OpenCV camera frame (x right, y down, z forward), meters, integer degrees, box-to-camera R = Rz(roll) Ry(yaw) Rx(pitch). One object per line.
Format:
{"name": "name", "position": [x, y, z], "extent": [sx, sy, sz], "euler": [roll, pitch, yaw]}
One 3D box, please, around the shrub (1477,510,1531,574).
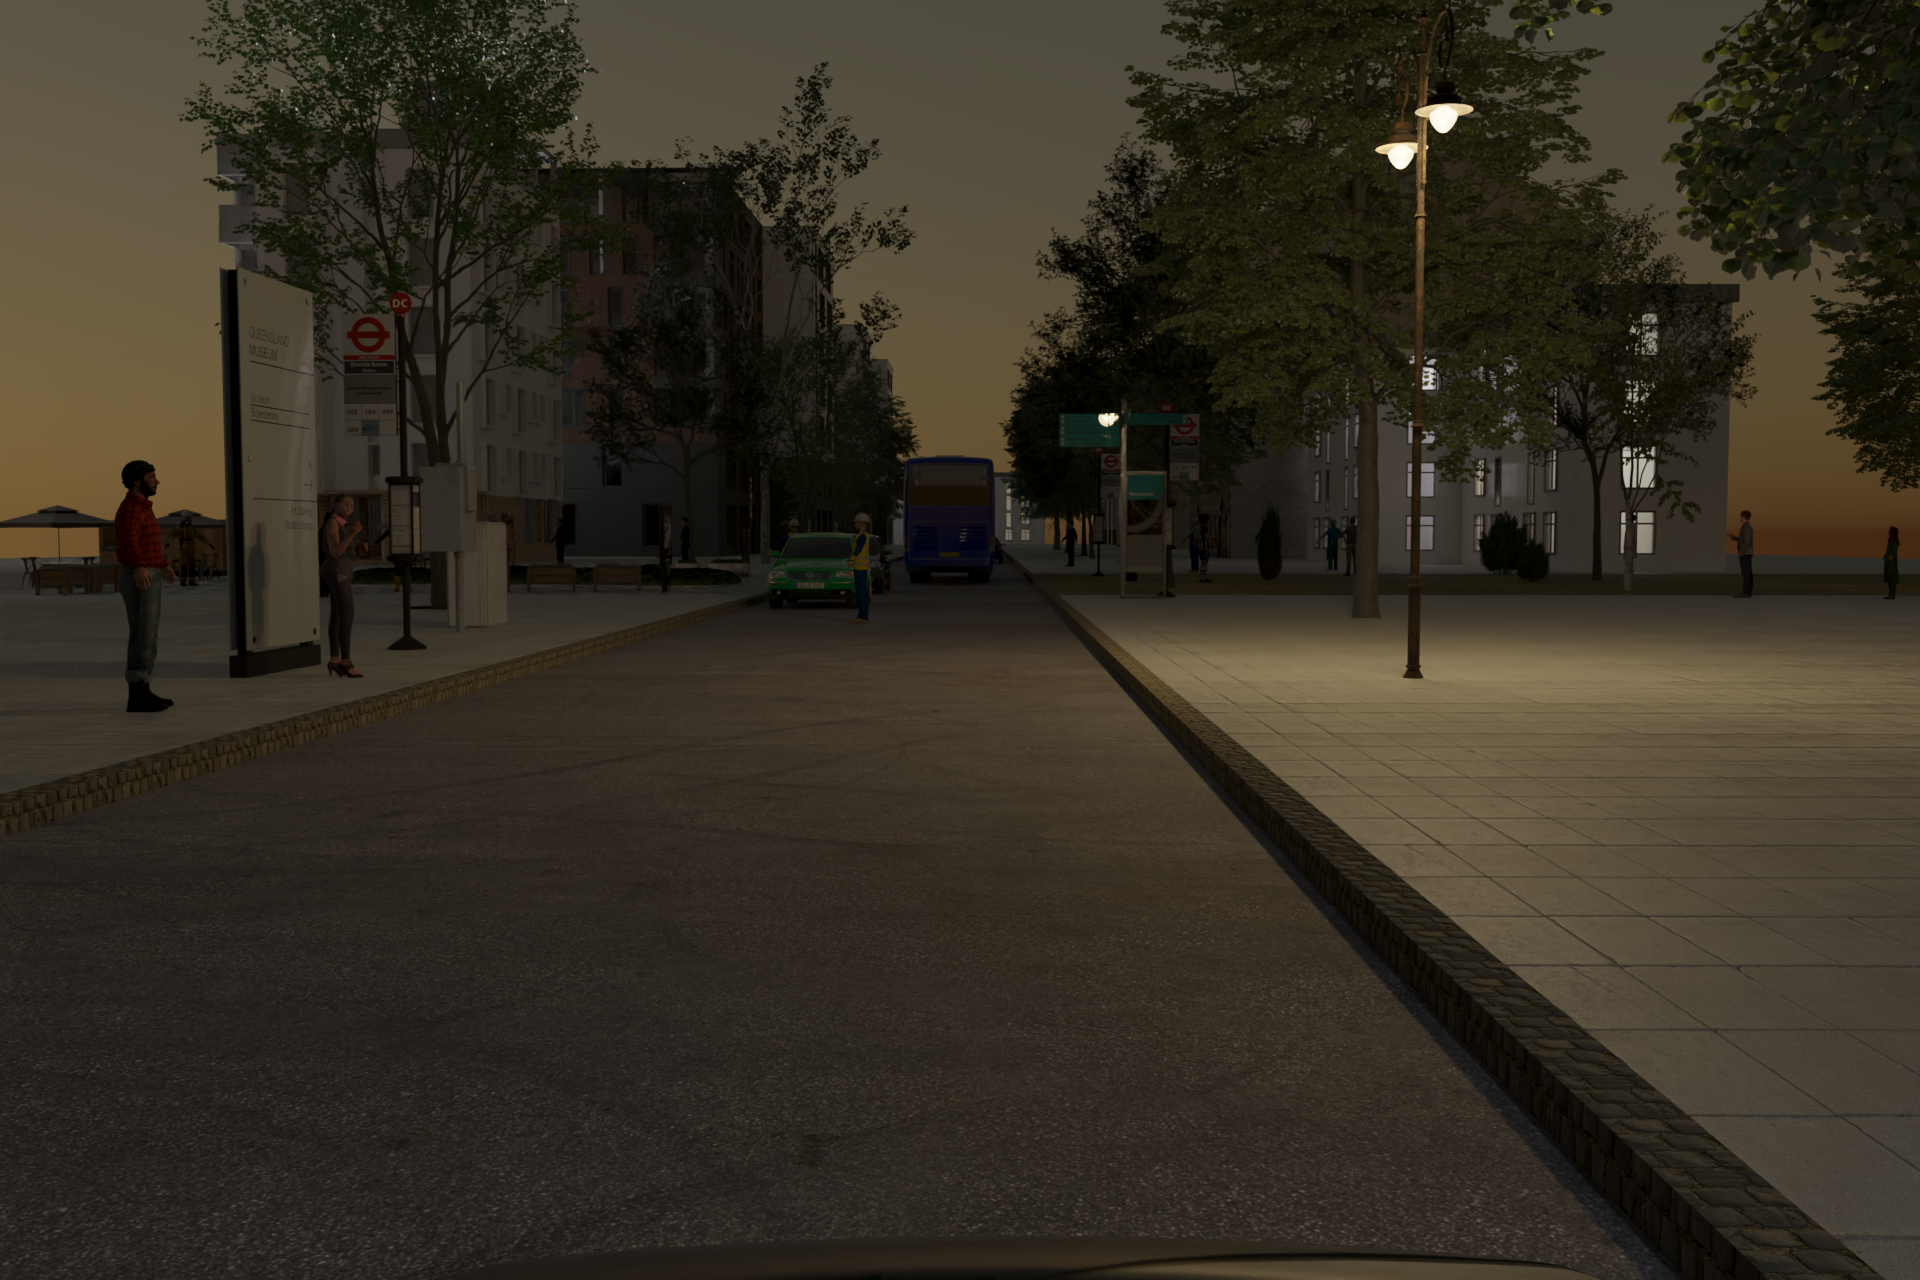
{"name": "shrub", "position": [17.412, -3.143, 55.433], "extent": [1.661, 2.075, 1.752], "euler": [0, 3, 0]}

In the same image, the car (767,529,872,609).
{"name": "car", "position": [-2.763, -1.582, 34.661], "extent": [1.959, 1.807, 4.718], "euler": [0, 4, 1]}

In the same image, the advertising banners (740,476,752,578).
{"name": "advertising banners", "position": [-6.331, -3.383, 51.501], "extent": [0.090, 3.025, 2.074], "euler": [0, 4, 2]}

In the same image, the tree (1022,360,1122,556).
{"name": "tree", "position": [7.111, -10.727, 101.135], "extent": [9.928, 11.665, 9.643], "euler": [0, 3, 0]}

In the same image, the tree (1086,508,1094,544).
{"name": "tree", "position": [17.500, -18.582, 229.572], "extent": [9.928, 11.665, 9.643], "euler": [0, 3, 0]}

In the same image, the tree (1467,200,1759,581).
{"name": "tree", "position": [17.787, -6.924, 47.619], "extent": [8.767, 10.594, 7.601], "euler": [3, 5, 41]}

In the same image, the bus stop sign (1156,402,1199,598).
{"name": "bus stop sign", "position": [4.402, -2.837, 35.084], "extent": [0.855, 3.939, 0.416], "euler": [0, 4, 1]}

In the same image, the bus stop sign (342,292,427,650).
{"name": "bus stop sign", "position": [-6.383, -1.865, 19.201], "extent": [0.855, 3.939, 0.416], "euler": [0, 4, 1]}

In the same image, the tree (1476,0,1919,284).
{"name": "tree", "position": [5.674, -6.159, 7.360], "extent": [9.857, 13.997, 8.962], "euler": [0, 3, 0]}

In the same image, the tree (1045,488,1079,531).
{"name": "tree", "position": [8.040, -10.878, 128.214], "extent": [4.360, 8.622, 3.978], "euler": [0, 3, 0]}

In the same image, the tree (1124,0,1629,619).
{"name": "tree", "position": [5.874, -6.624, 26.423], "extent": [7.486, 12.596, 7.792], "euler": [0, 3, 0]}

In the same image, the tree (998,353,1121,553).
{"name": "tree", "position": [7.406, -12.853, 116.796], "extent": [9.857, 13.997, 8.962], "euler": [0, 3, 0]}

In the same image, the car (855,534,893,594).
{"name": "car", "position": [-2.636, -2.016, 42.751], "extent": [2.009, 1.686, 4.222], "euler": [0, 4, 1]}

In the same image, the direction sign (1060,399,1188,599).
{"name": "direction sign", "position": [3.230, -2.751, 33.741], "extent": [2.525, 3.948, 1.411], "euler": [0, 4, 1]}

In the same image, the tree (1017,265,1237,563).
{"name": "tree", "position": [7.761, -10.217, 77.413], "extent": [12.009, 13.543, 11.850], "euler": [0, 3, 0]}

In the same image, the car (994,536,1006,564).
{"name": "car", "position": [1.280, -4.439, 85.157], "extent": [1.945, 1.354, 3.894], "euler": [0, 4, 1]}

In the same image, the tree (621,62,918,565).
{"name": "tree", "position": [-7.804, -13.156, 70.982], "extent": [12.611, 20.169, 13.585], "euler": [0, 3, 0]}

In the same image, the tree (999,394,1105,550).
{"name": "tree", "position": [7.775, -14.210, 138.980], "extent": [9.857, 13.997, 8.962], "euler": [0, 3, 0]}

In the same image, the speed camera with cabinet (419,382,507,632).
{"name": "speed camera with cabinet", "position": [-6.694, -1.776, 23.375], "extent": [0.660, 3.252, 2.038], "euler": [0, 4, 1]}

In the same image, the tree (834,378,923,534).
{"name": "tree", "position": [-7.564, -14.221, 139.161], "extent": [9.857, 13.997, 8.962], "euler": [0, 3, 0]}

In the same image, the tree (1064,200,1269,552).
{"name": "tree", "position": [7.284, -8.661, 59.733], "extent": [7.486, 12.596, 7.792], "euler": [0, 3, 0]}

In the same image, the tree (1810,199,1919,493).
{"name": "tree", "position": [29.032, -8.164, 51.609], "extent": [7.486, 12.596, 7.792], "euler": [0, 3, 0]}

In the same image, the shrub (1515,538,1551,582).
{"name": "shrub", "position": [15.394, -2.167, 46.544], "extent": [1.383, 1.207, 1.383], "euler": [0, 3, 0]}

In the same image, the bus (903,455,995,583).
{"name": "bus", "position": [-0.299, -3.794, 53.578], "extent": [2.896, 3.916, 12.251], "euler": [0, 3, 0]}

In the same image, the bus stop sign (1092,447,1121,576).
{"name": "bus stop sign", "position": [4.433, -3.903, 52.512], "extent": [0.855, 3.939, 0.416], "euler": [0, 4, 1]}

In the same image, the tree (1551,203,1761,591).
{"name": "tree", "position": [15.210, -5.407, 38.772], "extent": [4.737, 8.622, 4.395], "euler": [0, 3, 0]}

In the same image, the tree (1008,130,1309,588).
{"name": "tree", "position": [4.629, -6.505, 40.776], "extent": [7.601, 10.594, 8.767], "euler": [0, 4, 2]}

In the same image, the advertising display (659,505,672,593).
{"name": "advertising display", "position": [-6.491, -2.018, 38.204], "extent": [0.123, 1.923, 0.974], "euler": [0, 4, 0]}

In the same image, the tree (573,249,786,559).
{"name": "tree", "position": [-9.238, -7.527, 57.474], "extent": [7.601, 10.594, 8.767], "euler": [0, 4, -1]}

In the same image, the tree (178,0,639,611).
{"name": "tree", "position": [-8.975, -6.340, 29.413], "extent": [9.928, 11.665, 9.643], "euler": [0, 3, 0]}

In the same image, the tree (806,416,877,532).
{"name": "tree", "position": [-7.176, -9.399, 104.033], "extent": [4.737, 8.622, 4.395], "euler": [0, 3, 0]}

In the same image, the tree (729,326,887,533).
{"name": "tree", "position": [-7.623, -9.767, 85.445], "extent": [9.928, 11.665, 9.643], "euler": [0, 3, 0]}

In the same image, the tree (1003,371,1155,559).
{"name": "tree", "position": [6.721, -9.524, 90.124], "extent": [8.767, 10.594, 7.601], "euler": [-2, 4, -32]}

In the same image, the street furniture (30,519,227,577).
{"name": "street furniture", "position": [-23.364, -2.986, 55.670], "extent": [9.812, 1.723, 11.010], "euler": [0, 4, -1]}

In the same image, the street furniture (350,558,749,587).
{"name": "street furniture", "position": [-10.288, -1.775, 44.643], "extent": [10.072, 0.657, 5.734], "euler": [1, 4, 10]}

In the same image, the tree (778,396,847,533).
{"name": "tree", "position": [-8.111, -8.733, 93.139], "extent": [4.737, 8.622, 4.395], "euler": [0, 3, 0]}
